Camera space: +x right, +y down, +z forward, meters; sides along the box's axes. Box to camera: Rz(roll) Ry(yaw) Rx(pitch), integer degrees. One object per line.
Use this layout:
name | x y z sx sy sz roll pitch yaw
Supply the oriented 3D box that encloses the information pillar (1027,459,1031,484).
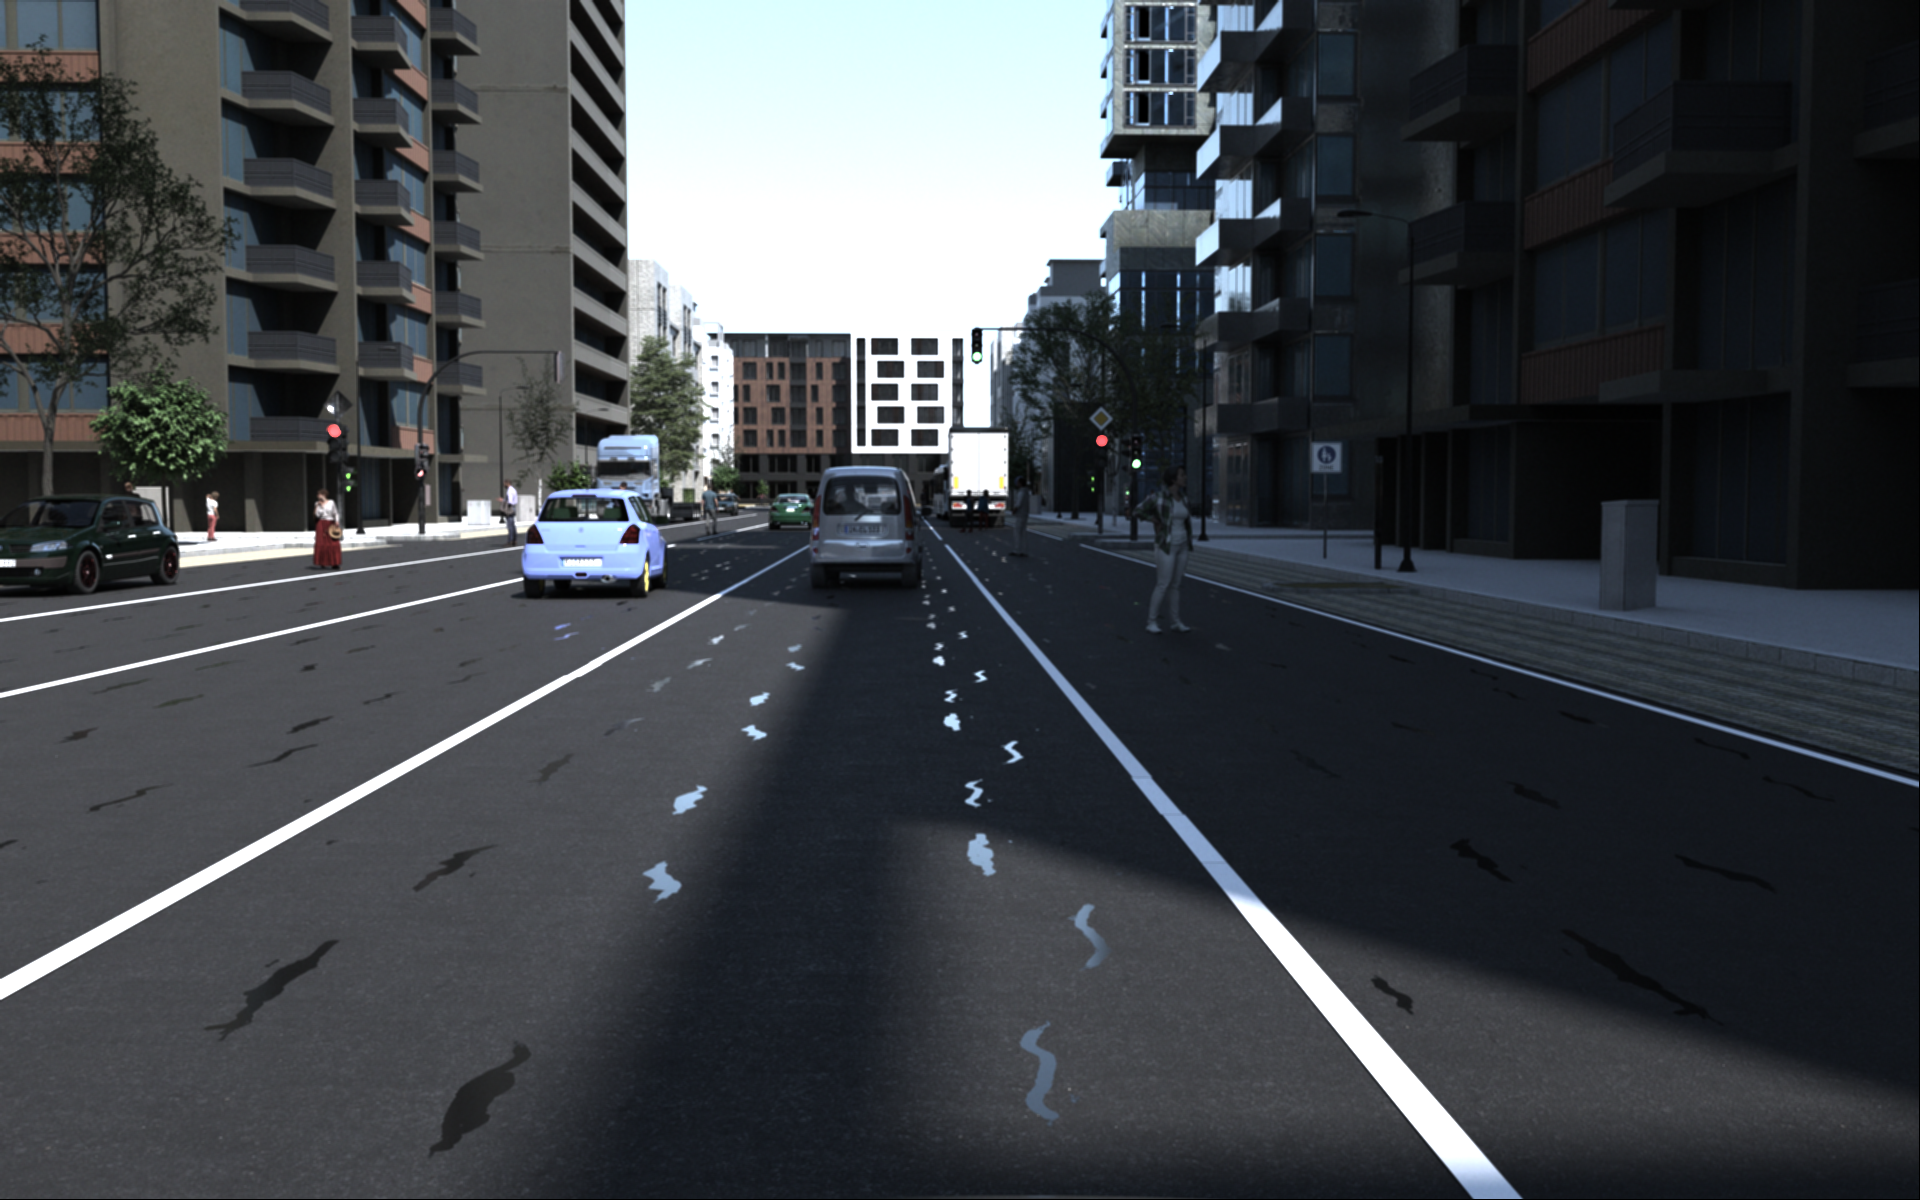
information pillar | 4.610 -7.649 116.407 0.183 3.616 0.504 -1 4 -18

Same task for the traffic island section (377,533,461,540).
traffic island section | -17.077 -1.997 54.925 2.009 0.180 2.903 0 4 -2

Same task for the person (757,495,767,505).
person | -24.269 -12.411 212.135 1.217 1.743 0.721 -1 4 -18

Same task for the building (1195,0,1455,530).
building | 24.830 -27.535 69.803 30.456 49.044 23.786 0 4 -2

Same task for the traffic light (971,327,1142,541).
traffic light | 2.669 -4.444 47.326 4.771 5.953 1.251 0 4 -2

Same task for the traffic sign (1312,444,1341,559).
traffic sign | 7.255 -1.972 34.365 0.606 2.300 0.079 0 4 0

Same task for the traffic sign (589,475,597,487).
traffic sign | -20.097 -5.679 94.977 0.606 2.300 0.079 0 4 3

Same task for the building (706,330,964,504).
building | -16.207 -23.619 230.143 32.646 21.610 27.936 0 4 -2

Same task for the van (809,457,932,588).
van | -1.463 -1.278 27.901 2.013 2.044 4.112 0 3 0

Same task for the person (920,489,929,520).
person | -1.969 -5.335 96.549 0.431 1.722 0.655 2 4 26

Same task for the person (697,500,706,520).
person | -13.976 -5.177 95.106 0.963 1.587 0.435 2 4 25

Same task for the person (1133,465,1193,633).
person | 2.180 -0.538 18.021 0.841 1.734 0.376 -3 4 -36

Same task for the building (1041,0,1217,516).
building | 17.847 -49.002 113.850 22.319 86.520 31.000 0 4 -2

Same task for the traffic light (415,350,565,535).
traffic light | -14.949 -4.907 54.895 4.771 5.953 1.251 0 4 -2

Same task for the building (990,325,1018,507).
building | 12.410 -19.759 189.512 16.747 18.905 31.486 0 4 -2

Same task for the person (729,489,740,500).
person | -17.905 -7.792 135.888 1.348 1.826 0.705 -1 4 -23

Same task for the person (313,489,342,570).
person | -11.996 -1.337 32.834 0.523 1.526 0.387 -1 4 -22

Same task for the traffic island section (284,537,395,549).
traffic island section | -16.812 -1.508 46.944 2.009 0.180 2.903 0 4 -2

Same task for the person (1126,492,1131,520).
person | 8.258 -4.601 84.497 0.421 1.427 0.697 3 4 36

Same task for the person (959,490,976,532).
person | 0.286 -3.354 65.214 0.647 1.594 0.662 3 5 43

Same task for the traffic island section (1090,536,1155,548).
traffic island section | 4.797 -1.552 47.652 2.009 0.180 2.903 0 4 -2

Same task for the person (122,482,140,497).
person | -18.679 -1.882 39.078 0.482 1.546 0.388 1 4 10

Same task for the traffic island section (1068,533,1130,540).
traffic island section | 4.533 -2.040 55.633 2.009 0.180 2.903 0 4 -2

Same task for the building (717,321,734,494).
building | -31.668 -20.752 195.715 11.380 20.091 16.016 0 4 -2

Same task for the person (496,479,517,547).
person | -12.408 -2.380 47.283 0.599 1.838 0.709 0 4 -1

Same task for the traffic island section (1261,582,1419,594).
traffic island section | 5.521 -0.168 25.613 1.991 0.108 1.994 0 4 -2

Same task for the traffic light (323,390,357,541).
traffic light | -16.772 -3.541 46.811 0.839 4.253 0.868 0 4 -2

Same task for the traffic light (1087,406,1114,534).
traffic light | 4.493 -4.073 55.517 0.839 4.253 0.868 0 4 -2

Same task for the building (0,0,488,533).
building | -32.093 -25.354 69.169 22.147 44.769 28.867 0 4 -2

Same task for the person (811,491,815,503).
person | -14.235 -9.653 167.147 0.721 1.723 1.217 1 4 15

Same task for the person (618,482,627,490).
person | -9.265 -2.343 47.262 0.683 1.767 0.568 1 4 12

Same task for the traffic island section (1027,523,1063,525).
traffic island section | 3.704 -3.526 80.510 1.991 0.108 1.994 0 4 -2

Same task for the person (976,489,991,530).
person | 0.940 -3.583 68.790 0.444 1.614 0.593 -2 4 -29

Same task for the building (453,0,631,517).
building | -32.990 -29.580 107.328 21.300 48.544 21.600 0 4 -2

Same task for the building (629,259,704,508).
building | -31.819 -17.087 145.825 16.747 18.905 31.486 0 4 -2

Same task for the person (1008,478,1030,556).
person | 1.359 -1.905 39.789 0.789 1.805 0.875 2 4 24

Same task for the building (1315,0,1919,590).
building | 20.535 -22.985 30.427 22.147 44.769 28.867 0 4 -2

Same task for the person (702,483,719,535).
person | -8.803 -3.214 61.183 0.598 1.807 0.434 1 4 21

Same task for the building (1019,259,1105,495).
building | 13.575 -17.663 145.217 16.016 20.091 11.380 0 4 -2

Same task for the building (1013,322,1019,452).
building | 13.232 -19.053 167.935 16.016 20.091 11.380 0 4 -2

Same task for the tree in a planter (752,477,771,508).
tree in a planter | -21.019 -11.419 183.928 1.991 3.239 1.994 0 4 -2

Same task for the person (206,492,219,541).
person | -20.286 -2.265 46.985 0.435 1.345 0.340 1 4 9

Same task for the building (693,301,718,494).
building | -32.397 -19.017 167.339 16.016 20.091 11.380 0 4 -2

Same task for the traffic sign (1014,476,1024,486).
traffic sign | 4.218 -7.468 122.205 0.768 2.556 0.104 0 4 5

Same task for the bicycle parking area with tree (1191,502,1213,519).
bicycle parking area with tree | 16.113 -6.244 89.094 9.016 4.147 8.231 -1 4 -18
